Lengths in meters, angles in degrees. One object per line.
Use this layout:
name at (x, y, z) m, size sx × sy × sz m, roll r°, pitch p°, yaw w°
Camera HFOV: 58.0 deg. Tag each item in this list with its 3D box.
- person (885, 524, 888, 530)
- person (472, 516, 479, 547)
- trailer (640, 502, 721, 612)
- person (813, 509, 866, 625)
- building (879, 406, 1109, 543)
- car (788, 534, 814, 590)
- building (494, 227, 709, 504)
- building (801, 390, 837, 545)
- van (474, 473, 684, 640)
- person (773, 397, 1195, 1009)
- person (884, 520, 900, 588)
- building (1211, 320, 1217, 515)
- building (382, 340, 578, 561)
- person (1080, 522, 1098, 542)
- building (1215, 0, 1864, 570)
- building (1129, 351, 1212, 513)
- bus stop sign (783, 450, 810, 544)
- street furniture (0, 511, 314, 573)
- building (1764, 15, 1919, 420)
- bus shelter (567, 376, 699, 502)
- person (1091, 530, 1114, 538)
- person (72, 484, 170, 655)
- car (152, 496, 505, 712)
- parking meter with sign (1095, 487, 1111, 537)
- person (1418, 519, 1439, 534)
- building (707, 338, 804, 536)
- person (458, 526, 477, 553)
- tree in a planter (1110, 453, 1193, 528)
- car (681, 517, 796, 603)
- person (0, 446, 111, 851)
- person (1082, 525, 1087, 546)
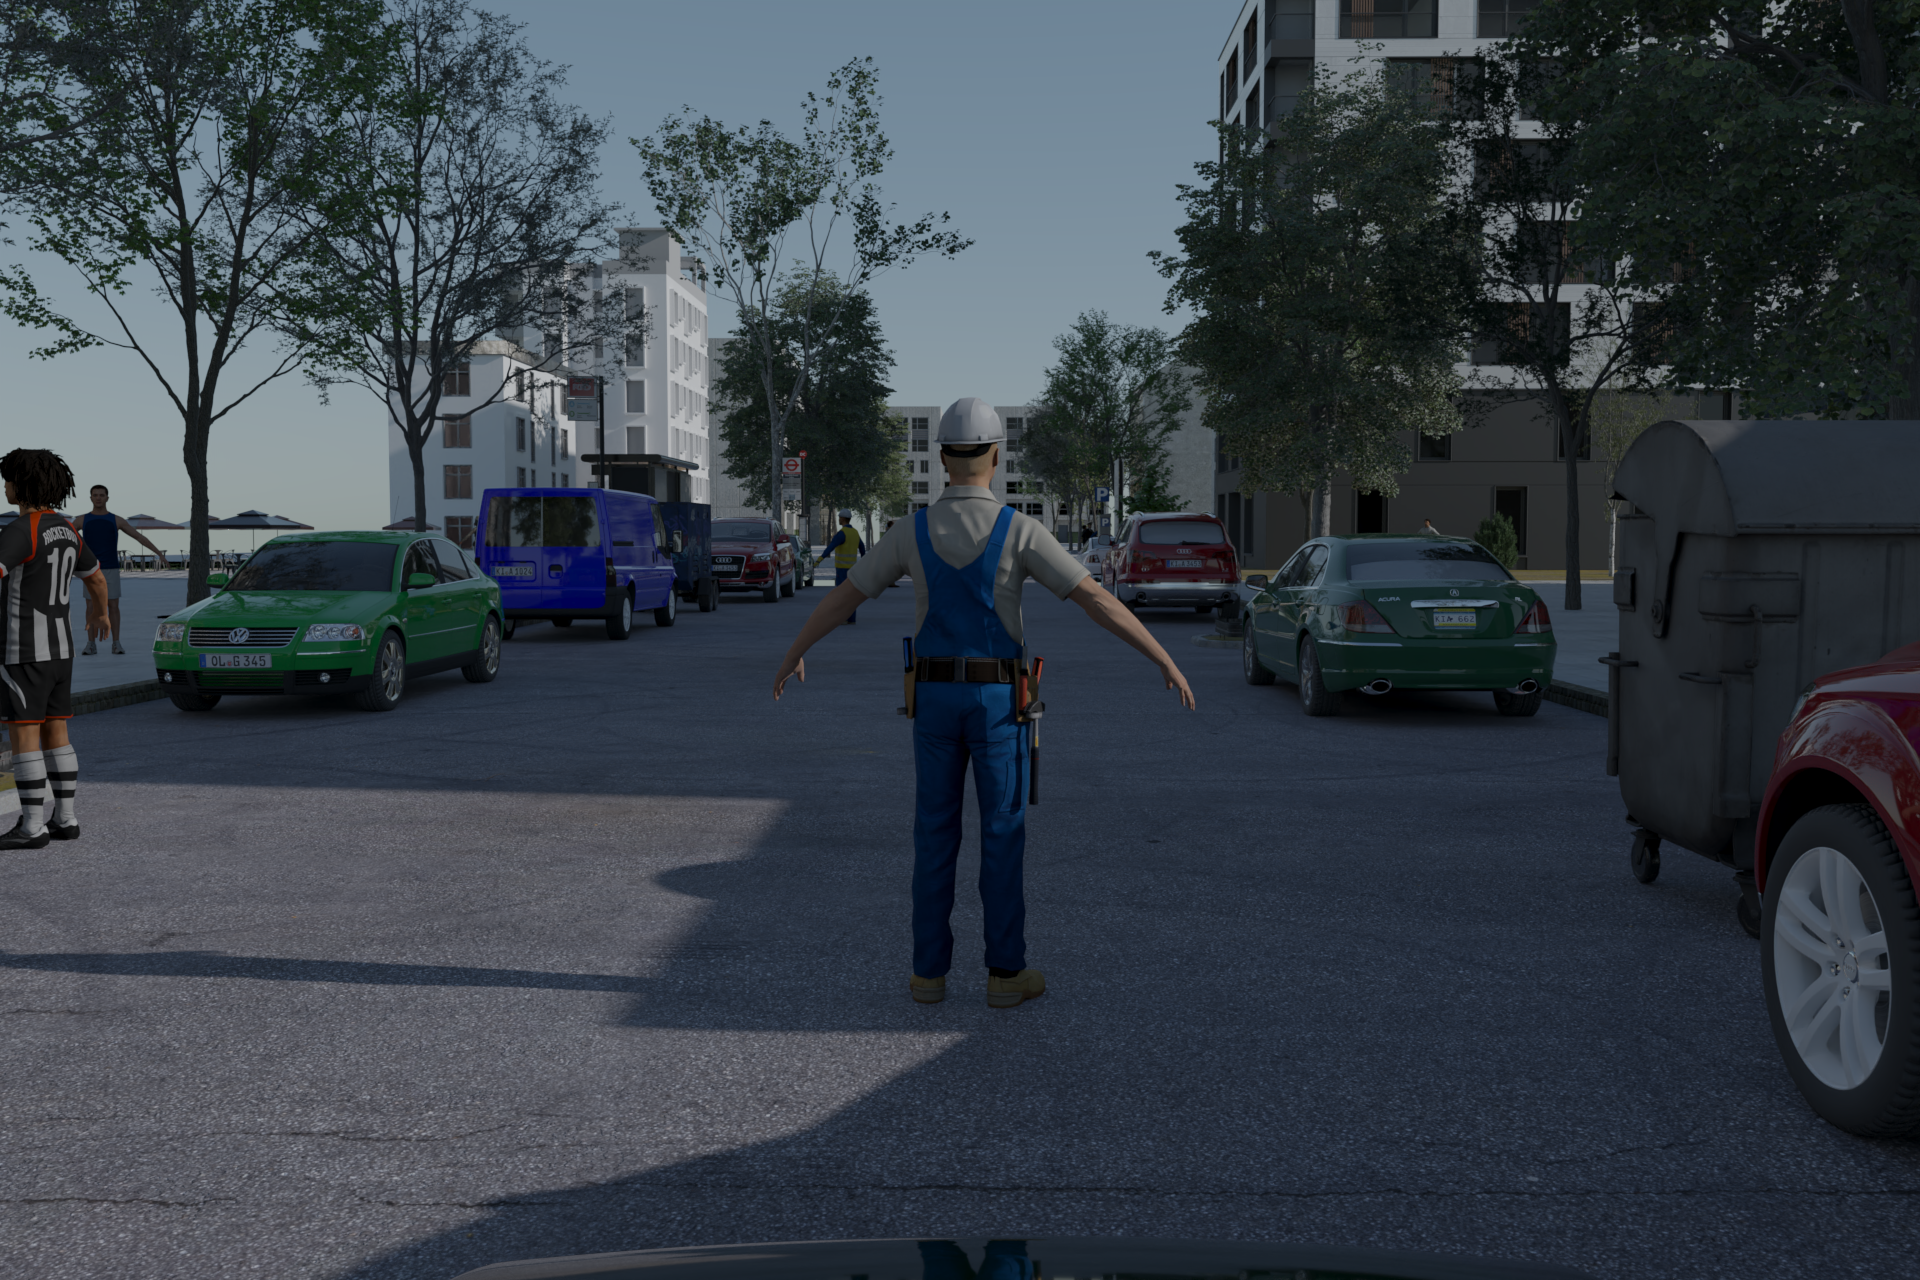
person at (-2.261, -2.695, 52.978) m, size 0.721 × 1.772 × 1.216 m, roll 1°, pitch 4°, yaw 21°
person at (-15.009, -2.949, 54.002) m, size 0.705 × 1.856 × 1.354 m, roll -1°, pitch 4°, yaw -10°
trailer at (-5.277, -1.487, 31.366) m, size 1.471 × 1.999 × 3.904 m, roll 0°, pitch 4°, yaw 1°
person at (-1.834, -1.160, 27.392) m, size 0.705 × 1.833 × 1.349 m, roll 2°, pitch 4°, yaw 32°
building at (4.776, -23.058, 245.920) m, size 31.486 × 18.905 × 16.747 m, roll 0°, pitch 4°, yaw 1°
car at (-4.948, -2.102, 46.173) m, size 2.131 × 1.459 × 4.920 m, roll 0°, pitch 4°, yaw 1°
building at (-22.751, -15.404, 108.272) m, size 16.016 × 20.090 × 11.380 m, roll 0°, pitch 4°, yaw 1°
building at (-24.713, -22.811, 203.894) m, size 19.493 × 23.208 × 18.063 m, roll 0°, pitch 4°, yaw 2°
van at (-5.400, -1.266, 25.082) m, size 2.240 × 2.365 × 5.245 m, roll 0°, pitch 4°, yaw 1°
person at (0.037, 0.182, 5.330) m, size 1.347 × 1.847 × 0.705 m, roll 1°, pitch 4°, yaw 14°
person at (-1.841, -2.310, 46.498) m, size 0.705 × 1.796 × 1.348 m, roll -2°, pitch 4°, yaw -31°
building at (27.969, -15.528, 120.341) m, size 16.747 × 18.905 × 31.486 m, roll 0°, pitch 4°, yaw 1°
building at (-24.188, -8.996, 89.227) m, size 9.099 × 9.664 × 28.070 m, roll 0°, pitch 3°, yaw 0°
person at (5.964, -4.499, 79.496) m, size 1.347 × 1.837 × 0.705 m, roll -3°, pitch 5°, yaw -41°
building at (25.068, -14.249, 76.952) m, size 27.936 × 21.610 × 32.646 m, roll 0°, pitch 4°, yaw 1°
building at (27.947, -21.561, 183.452) m, size 19.493 × 23.208 × 18.063 m, roll 0°, pitch 4°, yaw 1°
bus stop sign at (-5.227, -4.073, 55.298) m, size 0.855 × 3.939 × 0.416 m, roll 0°, pitch 4°, yaw 0°
street furniture at (-31.060, -3.301, 59.002) m, size 14.083 × 1.986 × 27.439 m, roll 1°, pitch 4°, yaw 11°
building at (25.728, -17.576, 33.488) m, size 12.429 × 33.558 × 17.177 m, roll 0°, pitch 4°, yaw 0°
bus shelter at (-8.830, -4.222, 46.665) m, size 2.179 × 5.291 × 8.768 m, roll 0°, pitch 4°, yaw 1°
person at (5.622, -3.778, 68.232) m, size 1.216 × 1.772 × 0.721 m, roll 1°, pitch 4°, yaw 19°
person at (-9.152, -0.752, 18.458) m, size 1.345 × 1.807 × 0.704 m, roll -1°, pitch 4°, yaw -23°
car at (-5.432, -0.404, 15.400) m, size 1.959 × 1.807 × 4.718 m, roll 0°, pitch 4°, yaw 1°
parking meter with sign at (5.267, -4.108, 63.434) m, size 0.543 × 3.016 × 1.738 m, roll 0°, pitch 4°, yaw 0°
person at (16.043, -3.264, 59.550) m, size 1.347 × 1.806 × 0.705 m, roll 3°, pitch 4°, yaw 36°
building at (-24.911, -18.696, 172.143) m, size 16.747 × 18.905 × 31.486 m, roll 0°, pitch 3°, yaw 0°
person at (-15.933, -3.139, 57.454) m, size 1.348 × 1.813 × 0.705 m, roll -2°, pitch 4°, yaw -27°
tree in a planter at (4.233, -2.516, 38.362) m, size 1.991 × 3.239 × 1.994 m, roll 0°, pitch 4°, yaw 0°
car at (-4.791, -1.789, 37.917) m, size 2.281 × 1.827 × 5.304 m, roll 0°, pitch 4°, yaw 1°
person at (-4.277, 0.039, 7.971) m, size 0.704 × 1.843 × 1.345 m, roll 0°, pitch 4°, yaw 7°
person at (6.380, -4.941, 87.502) m, size 0.721 × 1.740 × 1.216 m, roll -1°, pitch 4°, yaw -9°
